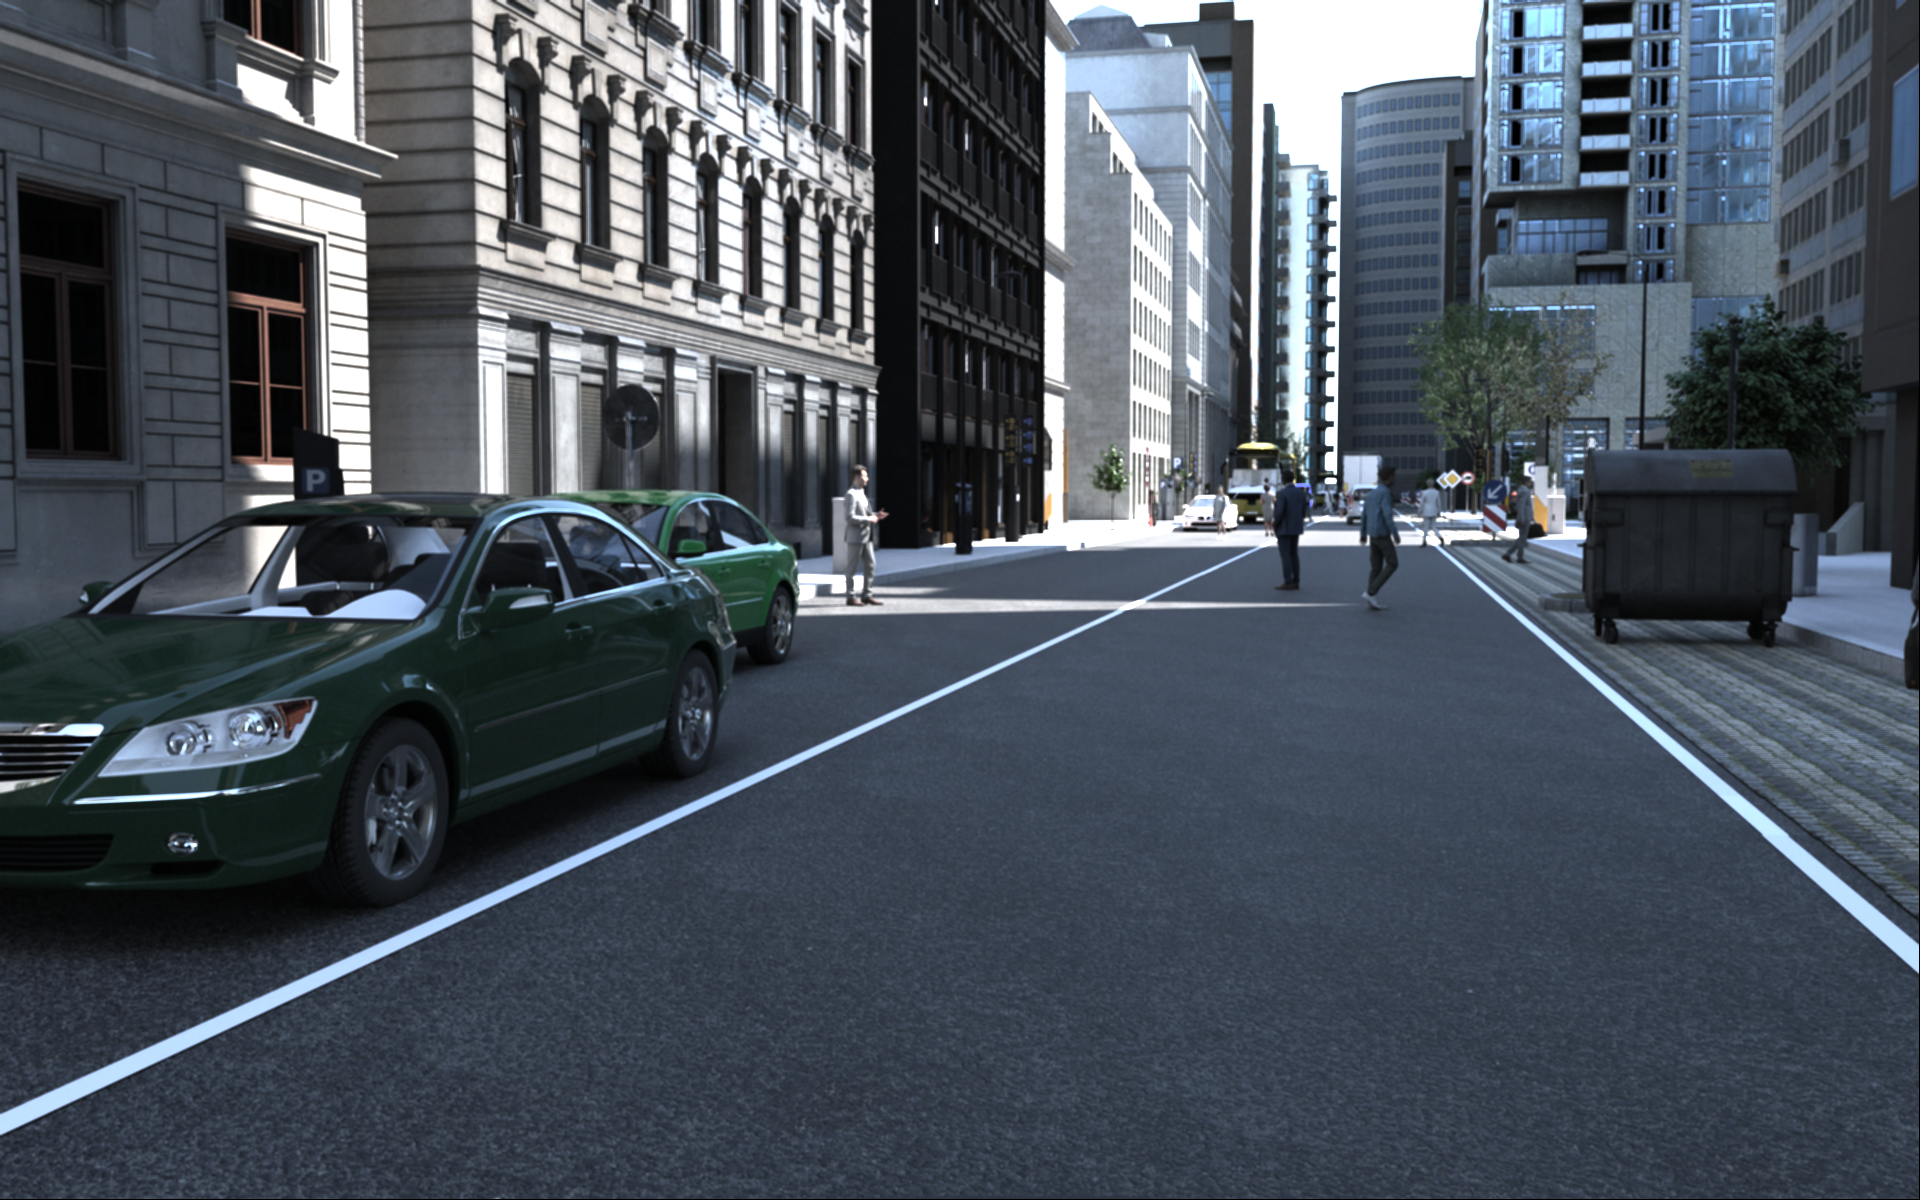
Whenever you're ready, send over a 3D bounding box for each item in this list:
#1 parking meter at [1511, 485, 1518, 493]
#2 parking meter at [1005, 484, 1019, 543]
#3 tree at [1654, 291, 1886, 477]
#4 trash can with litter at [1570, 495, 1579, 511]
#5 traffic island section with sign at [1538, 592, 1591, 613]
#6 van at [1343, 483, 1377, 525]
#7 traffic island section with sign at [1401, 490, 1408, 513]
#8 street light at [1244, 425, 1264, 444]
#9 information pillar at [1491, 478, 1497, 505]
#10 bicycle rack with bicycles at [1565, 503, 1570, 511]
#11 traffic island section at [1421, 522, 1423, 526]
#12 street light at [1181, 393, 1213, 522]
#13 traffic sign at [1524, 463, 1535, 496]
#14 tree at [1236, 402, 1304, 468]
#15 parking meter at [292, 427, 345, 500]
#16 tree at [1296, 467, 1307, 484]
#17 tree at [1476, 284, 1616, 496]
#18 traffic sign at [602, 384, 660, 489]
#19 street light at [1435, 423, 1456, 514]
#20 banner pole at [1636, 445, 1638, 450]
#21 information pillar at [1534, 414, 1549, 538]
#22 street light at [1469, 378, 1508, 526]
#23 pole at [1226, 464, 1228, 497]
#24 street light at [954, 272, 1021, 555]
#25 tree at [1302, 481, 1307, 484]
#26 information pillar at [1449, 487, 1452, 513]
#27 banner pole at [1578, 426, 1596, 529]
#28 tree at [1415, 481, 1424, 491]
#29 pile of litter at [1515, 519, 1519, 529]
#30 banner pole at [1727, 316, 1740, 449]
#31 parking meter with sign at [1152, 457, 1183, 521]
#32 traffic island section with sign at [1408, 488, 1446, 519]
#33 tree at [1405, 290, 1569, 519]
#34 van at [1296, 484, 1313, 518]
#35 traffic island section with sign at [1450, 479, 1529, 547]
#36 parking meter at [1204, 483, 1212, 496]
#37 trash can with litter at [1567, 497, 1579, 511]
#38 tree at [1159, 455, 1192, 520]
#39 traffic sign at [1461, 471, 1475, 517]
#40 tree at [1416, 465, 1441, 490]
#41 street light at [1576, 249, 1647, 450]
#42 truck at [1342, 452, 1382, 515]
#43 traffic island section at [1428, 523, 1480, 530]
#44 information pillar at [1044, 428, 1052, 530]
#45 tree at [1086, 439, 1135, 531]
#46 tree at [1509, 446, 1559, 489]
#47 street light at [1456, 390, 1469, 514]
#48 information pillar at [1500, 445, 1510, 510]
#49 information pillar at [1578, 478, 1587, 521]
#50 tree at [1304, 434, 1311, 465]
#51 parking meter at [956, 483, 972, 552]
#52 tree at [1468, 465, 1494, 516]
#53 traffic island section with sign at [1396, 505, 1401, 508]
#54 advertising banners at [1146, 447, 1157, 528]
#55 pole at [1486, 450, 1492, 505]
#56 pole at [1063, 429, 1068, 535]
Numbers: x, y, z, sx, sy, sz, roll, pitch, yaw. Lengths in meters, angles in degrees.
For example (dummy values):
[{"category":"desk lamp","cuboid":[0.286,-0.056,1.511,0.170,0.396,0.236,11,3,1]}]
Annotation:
[{"category":"parking meter","cuboid":[36.303,-6.587,113.413,0.399,1.863,0.255,0,4,5]},{"category":"parking meter","cuboid":[1.375,-2.287,45.797,0.372,1.533,0.369,0,3,0]},{"category":"tree","cuboid":[13.085,-2.718,28.154,4.285,4.588,4.351,0,3,0]},{"category":"trash can with litter","cuboid":[30.713,-4.684,87.636,2.233,1.210,1.678,1,4,20]},{"category":"traffic island section with sign","cuboid":[8.241,-0.780,21.385,1.989,1.847,2.006,1,4,13]},{"category":"van","cuboid":[19.029,-4.545,81.325,2.013,2.044,4.112,1,4,11]},{"category":"traffic island section with sign","cuboid":[33.932,-7.324,128.376,1.989,1.847,2.006,1,4,13]},{"category":"street light","cuboid":[19.759,-8.833,116.955,1.470,5.913,1.316,1,4,13]},{"category":"information pillar","cuboid":[24.618,-4.623,80.081,0.304,2.012,0.304,-1,4,-10]},{"category":"bicycle rack with bicycles","cuboid":[37.101,-5.634,105.500,2.852,0.926,2.925,0,4,-5]},{"category":"traffic island section","cuboid":[21.752,-3.392,77.740,2.009,0.180,2.903,1,4,13]},{"category":"street light","cuboid":[10.989,-6.577,80.075,1.470,5.913,1.316,1,4,13]},{"category":"traffic sign","cuboid":[18.236,-3.239,55.085,0.606,2.300,0.079,1,4,18]},{"category":"tree","cuboid":[23.801,-11.327,135.552,4.737,8.622,4.395,0,3,0]},{"category":"parking meter","cuboid":[-5.605,-0.579,15.175,0.399,1.863,0.255,-1,4,-13]},{"category":"tree","cuboid":[34.666,-12.093,181.434,4.285,4.588,4.351,0,3,0]},{"category":"tree","cuboid":[20.601,-6.744,60.632,4.360,8.622,3.978,0,3,0]},{"category":"traffic sign","cuboid":[-3.834,-1.225,20.129,0.768,2.556,0.104,1,4,21]},{"category":"street light","cuboid":[31.932,-8.640,113.802,1.470,5.913,1.316,1,4,13]},{"category":"banner pole","cuboid":[30.415,-5.323,77.054,0.401,3.779,0.863,-3,5,-39]},{"category":"information pillar","cuboid":[17.201,-3.661,51.218,0.183,3.616,0.504,-2,4,-24]},{"category":"street light","cuboid":[21.281,-5.931,69.516,1.470,5.913,1.316,1,4,13]},{"category":"pole","cuboid":[18.396,-7.673,119.302,0.158,3.312,0.155,0,3,0]},{"category":"street light","cuboid":[0.592,-3.907,36.422,1.470,5.913,1.316,1,4,13]},{"category":"tree","cuboid":[43.724,-13.883,221.581,1.663,3.219,1.824,0,3,0]},{"category":"information pillar","cuboid":[34.075,-7.056,119.856,0.304,2.012,0.304,0,4,2]},{"category":"banner pole","cuboid":[23.284,-4.535,64.166,0.863,3.779,0.401,-2,4,-34]},{"category":"tree","cuboid":[56.266,-13.318,212.351,1.663,3.219,1.824,0,3,0]},{"category":"pile of litter","cuboid":[20.885,-3.014,63.251,1.719,0.858,1.176,-3,5,-43]},{"category":"banner pole","cuboid":[10.981,-2.117,24.630,0.401,3.779,0.863,2,4,32]},{"category":"parking meter with sign","cuboid":[9.756,-5.226,81.710,1.738,3.016,0.543,-3,5,-45]},{"category":"traffic island section with sign","cuboid":[27.513,-5.690,101.658,1.989,1.847,2.006,1,4,13]},{"category":"tree","cuboid":[27.217,-10.020,89.590,9.928,11.665,9.643,0,3,0]},{"category":"van","cuboid":[20.080,-6.109,104.272,2.240,2.365,5.245,1,4,15]},{"category":"traffic island section with sign","cuboid":[14.537,-2.385,47.625,1.989,1.847,2.006,1,4,13]},{"category":"parking meter","cuboid":[12.793,-5.117,89.367,0.399,1.863,0.255,3,5,41]},{"category":"trash can with litter","cuboid":[36.037,-5.528,101.772,1.055,1.170,0.624,0,4,7]},{"category":"tree","cuboid":[10.721,-5.609,86.308,1.663,3.219,1.824,0,3,0]},{"category":"traffic sign","cuboid":[28.237,-5.889,96.398,0.768,2.556,0.104,1,4,17]},{"category":"tree","cuboid":[53.406,-13.005,196.347,4.285,4.588,4.351,0,3,0]},{"category":"street light","cuboid":[12.380,-3.690,32.881,1.470,5.913,1.316,1,4,13]},{"category":"truck","cuboid":[28.138,-8.073,120.908,2.839,4.237,11.283,1,4,15]},{"category":"traffic island section","cuboid":[19.887,-2.917,69.975,2.009,0.180,2.903,1,4,13]},{"category":"information pillar","cuboid":[3.090,-4.268,61.139,0.183,3.616,0.504,-2,4,-24]},{"category":"tree","cuboid":[5.452,-4.043,60.710,1.663,3.219,1.824,0,3,0]},{"category":"tree","cuboid":[38.644,-8.144,116.867,4.285,4.588,4.351,0,3,0]},{"category":"street light","cuboid":[23.112,-6.410,77.338,1.470,5.913,1.316,1,4,13]},{"category":"information pillar","cuboid":[26.079,-5.600,82.907,0.504,3.616,0.183,-2,4,-28]},{"category":"information pillar","cuboid":[29.186,-4.692,81.202,0.304,2.012,0.304,2,4,27]},{"category":"tree","cuboid":[37.235,-14.889,193.799,4.737,8.622,4.395,0,3,0]},{"category":"parking meter","cuboid":[0.087,-1.815,38.086,0.372,1.533,0.369,0,3,0]},{"category":"tree","cuboid":[30.468,-6.524,101.262,1.663,3.219,1.824,0,3,0]},{"category":"traffic island section with sign","cuboid":[45.537,-10.279,176.688,1.989,1.847,2.006,1,4,13]},{"category":"advertising banners","cuboid":[7.200,-4.227,65.304,0.090,3.025,2.074,1,4,18]},{"category":"pole","cuboid":[24.367,-5.254,79.743,0.158,3.312,0.155,0,3,0]},{"category":"pole","cuboid":[3.321,-3.710,54.504,0.158,3.312,0.155,0,3,0]}]
